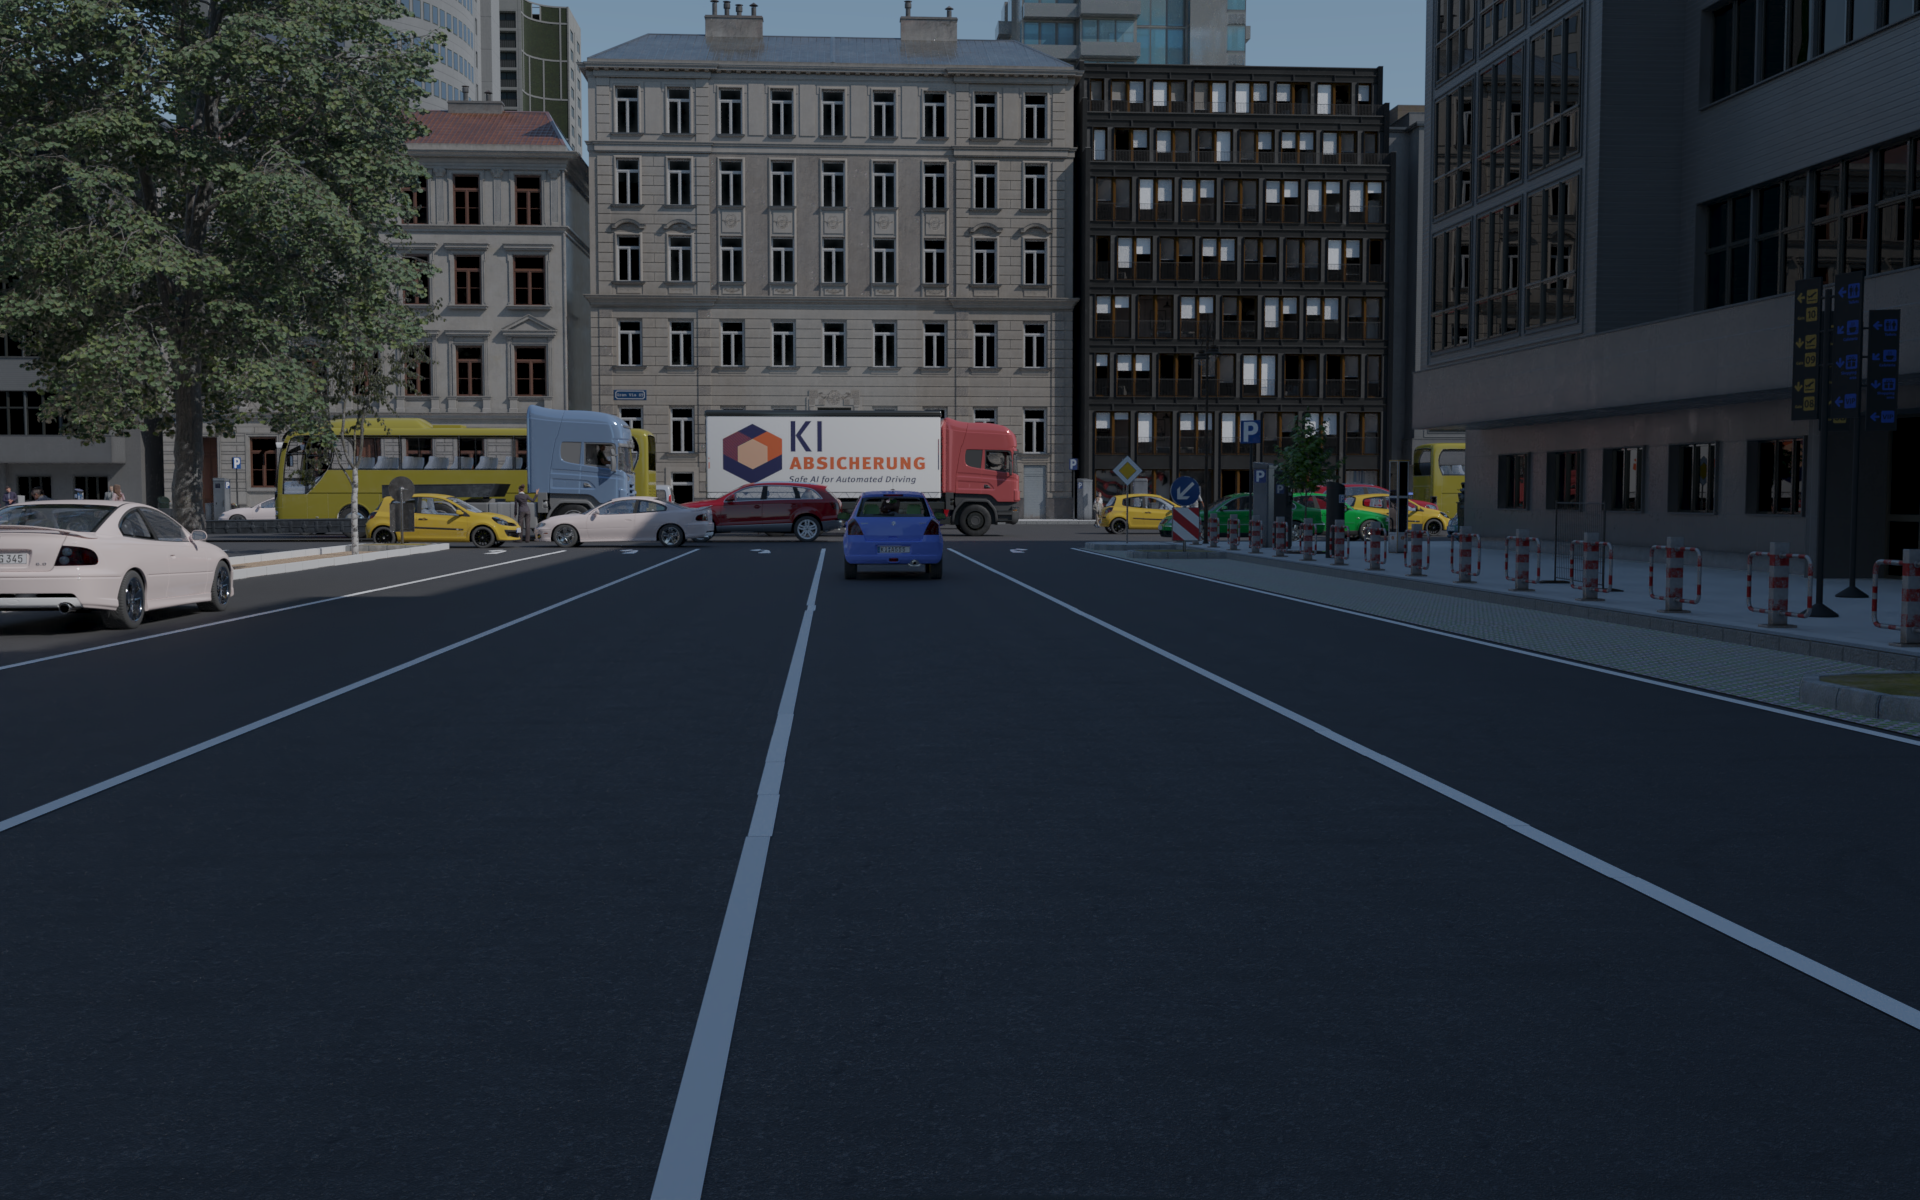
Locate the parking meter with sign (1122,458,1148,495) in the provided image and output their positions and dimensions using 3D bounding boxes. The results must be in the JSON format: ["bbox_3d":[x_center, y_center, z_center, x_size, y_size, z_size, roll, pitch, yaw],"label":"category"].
[{"bbox_3d":[8.794,-5.391,84.404,1.738,3.016,0.543,0,3,0],"label":"parking meter with sign"}]

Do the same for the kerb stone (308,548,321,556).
[{"bbox_3d":[-15.112,-1.104,40.244,0.120,0.150,1.000,0,4,-4],"label":"kerb stone"}]

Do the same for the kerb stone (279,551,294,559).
[{"bbox_3d":[-14.960,-0.978,38.193,0.120,0.150,1.000,0,4,-4],"label":"kerb stone"}]

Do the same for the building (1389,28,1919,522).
[{"bbox_3d":[36.570,-16.961,96.376,30.058,24.678,14.314,0,4,-4],"label":"building"}]

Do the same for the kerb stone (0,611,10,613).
[{"bbox_3d":[-11.614,0.083,20.843,0.120,0.150,1.000,0,4,-4],"label":"kerb stone"}]

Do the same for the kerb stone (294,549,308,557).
[{"bbox_3d":[-15.038,-1.041,39.218,0.120,0.150,1.000,0,4,-4],"label":"kerb stone"}]

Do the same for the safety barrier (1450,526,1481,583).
[{"bbox_3d":[7.274,-0.652,24.928,0.300,0.817,1.120,0,4,-4],"label":"safety barrier"}]

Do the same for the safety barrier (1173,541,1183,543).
[{"bbox_3d":[5.789,-1.922,45.694,0.300,0.817,1.120,0,4,-4],"label":"safety barrier"}]

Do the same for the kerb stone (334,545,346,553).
[{"bbox_3d":[-15.254,-1.230,42.301,0.120,0.150,1.000,0,4,-4],"label":"kerb stone"}]

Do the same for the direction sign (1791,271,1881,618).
[{"bbox_3d":[9.001,-1.593,18.042,0.379,3.537,0.876,-1,4,-19],"label":"direction sign"}]

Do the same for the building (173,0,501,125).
[{"bbox_3d":[-53.729,-37.357,152.785,21.231,58.520,28.212,0,4,-4],"label":"building"}]

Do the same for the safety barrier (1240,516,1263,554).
[{"bbox_3d":[6.383,-1.413,37.378,0.300,0.817,1.120,0,4,-4],"label":"safety barrier"}]

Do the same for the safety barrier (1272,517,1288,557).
[{"bbox_3d":[6.529,-1.286,35.307,0.300,0.817,1.120,0,4,-4],"label":"safety barrier"}]

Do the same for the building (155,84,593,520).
[{"bbox_3d":[-29.766,-15.552,90.427,21.152,22.565,11.583,0,4,-4],"label":"building"}]

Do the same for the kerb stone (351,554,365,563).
[{"bbox_3d":[-12.711,-0.858,36.255,0.120,0.150,1.000,0,4,-4],"label":"kerb stone"}]

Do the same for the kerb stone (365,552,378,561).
[{"bbox_3d":[-12.783,-0.923,37.292,0.120,0.150,1.000,0,4,-4],"label":"kerb stone"}]

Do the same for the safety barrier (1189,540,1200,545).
[{"bbox_3d":[5.939,-1.795,43.616,0.300,0.817,1.120,0,4,-4],"label":"safety barrier"}]

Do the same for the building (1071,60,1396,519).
[{"bbox_3d":[13.721,-16.135,93.490,15.834,23.373,12.332,0,4,-4],"label":"building"}]

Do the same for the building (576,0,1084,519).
[{"bbox_3d":[-6.724,-18.045,92.293,25.104,27.353,12.463,0,4,-4],"label":"building"}]

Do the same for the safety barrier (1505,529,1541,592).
[{"bbox_3d":[7.421,-0.525,22.857,0.300,0.817,1.120,0,4,-4],"label":"safety barrier"}]

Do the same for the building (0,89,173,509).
[{"bbox_3d":[-55.661,-16.524,89.226,30.058,24.678,14.314,0,4,-4],"label":"building"}]

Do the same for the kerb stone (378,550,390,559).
[{"bbox_3d":[-12.872,-0.987,38.328,0.120,0.150,1.000,0,4,-4],"label":"kerb stone"}]

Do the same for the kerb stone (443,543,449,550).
[{"bbox_3d":[-13.302,-1.365,44.508,0.120,0.150,1.000,0,4,-4],"label":"kerb stone"}]

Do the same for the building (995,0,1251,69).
[{"bbox_3d":[13.891,-33.217,162.713,23.786,49.044,30.456,0,4,-4],"label":"building"}]

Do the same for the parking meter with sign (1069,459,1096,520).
[{"bbox_3d":[6.206,-5.472,85.723,1.738,3.016,0.543,-3,5,-42],"label":"parking meter with sign"}]

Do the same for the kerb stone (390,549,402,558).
[{"bbox_3d":[-12.936,-1.050,39.358,0.120,0.150,1.000,0,4,-4],"label":"kerb stone"}]

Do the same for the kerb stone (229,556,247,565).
[{"bbox_3d":[-14.738,-0.790,35.106,0.120,0.150,1.000,0,4,-4],"label":"kerb stone"}]

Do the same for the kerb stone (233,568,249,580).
[{"bbox_3d":[-12.201,-0.420,29.066,0.120,0.150,1.000,0,4,-4],"label":"kerb stone"}]

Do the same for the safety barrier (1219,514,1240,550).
[{"bbox_3d":[6.234,-1.540,39.457,0.300,0.817,1.120,0,4,-4],"label":"safety barrier"}]

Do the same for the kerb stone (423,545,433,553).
[{"bbox_3d":[-13.151,-1.238,42.445,0.120,0.150,1.000,0,4,-4],"label":"kerb stone"}]

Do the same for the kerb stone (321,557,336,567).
[{"bbox_3d":[-12.573,-0.734,34.197,0.120,0.150,1.000,0,4,-4],"label":"kerb stone"}]

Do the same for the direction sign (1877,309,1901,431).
[{"bbox_3d":[11.083,-1.799,21.411,0.876,3.537,0.379,1,4,15],"label":"direction sign"}]

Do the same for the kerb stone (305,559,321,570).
[{"bbox_3d":[-12.495,-0.669,33.172,0.120,0.150,1.000,0,4,-4],"label":"kerb stone"}]

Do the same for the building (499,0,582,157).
[{"bbox_3d":[-66.354,-49.708,250.970,20.611,71.187,20.563,0,4,-4],"label":"building"}]

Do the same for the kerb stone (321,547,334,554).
[{"bbox_3d":[-15.182,-1.167,41.269,0.120,0.150,1.000,0,4,-4],"label":"kerb stone"}]

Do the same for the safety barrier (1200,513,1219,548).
[{"bbox_3d":[6.083,-1.668,41.544,0.300,0.817,1.120,0,4,-4],"label":"safety barrier"}]

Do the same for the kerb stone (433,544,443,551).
[{"bbox_3d":[-13.228,-1.297,43.480,0.120,0.150,1.000,0,4,-4],"label":"kerb stone"}]

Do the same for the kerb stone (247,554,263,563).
[{"bbox_3d":[-14.815,-0.850,36.136,0.120,0.150,1.000,0,4,-4],"label":"kerb stone"}]

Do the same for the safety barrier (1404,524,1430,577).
[{"bbox_3d":[7.122,-0.779,27.012,0.300,0.817,1.120,0,4,-4],"label":"safety barrier"}]

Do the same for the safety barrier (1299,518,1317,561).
[{"bbox_3d":[6.679,-1.159,33.232,0.300,0.817,1.120,0,4,-4],"label":"safety barrier"}]

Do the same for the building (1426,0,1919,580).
[{"bbox_3d":[18.661,-12.690,26.543,14.314,24.678,30.058,0,4,-4],"label":"building"}]

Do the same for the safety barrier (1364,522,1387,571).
[{"bbox_3d":[6.973,-0.906,29.083,0.300,0.817,1.120,0,4,-4],"label":"safety barrier"}]

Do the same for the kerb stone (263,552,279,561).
[{"bbox_3d":[-14.883,-0.915,37.167,0.120,0.150,1.000,0,4,-4],"label":"kerb stone"}]

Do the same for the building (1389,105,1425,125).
[{"bbox_3d":[49.511,-33.382,195.903,14.200,45.320,14.600,0,4,-4],"label":"building"}]

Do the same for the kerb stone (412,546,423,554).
[{"bbox_3d":[-13.077,-1.175,41.417,0.120,0.150,1.000,0,4,-4],"label":"kerb stone"}]

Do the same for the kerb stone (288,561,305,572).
[{"bbox_3d":[-12.420,-0.607,32.146,0.120,0.150,1.000,0,4,-4],"label":"kerb stone"}]

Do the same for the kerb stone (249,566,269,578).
[{"bbox_3d":[-12.279,-0.482,30.095,0.120,0.150,1.000,0,4,-4],"label":"kerb stone"}]

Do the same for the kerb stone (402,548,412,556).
[{"bbox_3d":[-13.014,-1.113,40.391,0.120,0.150,1.000,0,4,-4],"label":"kerb stone"}]

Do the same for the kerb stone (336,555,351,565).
[{"bbox_3d":[-12.637,-0.793,35.230,0.120,0.150,1.000,0,4,-4],"label":"kerb stone"}]

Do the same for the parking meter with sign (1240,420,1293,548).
[{"bbox_3d":[7.398,-2.771,41.573,0.543,3.016,1.738,3,5,39],"label":"parking meter with sign"}]

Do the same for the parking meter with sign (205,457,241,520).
[{"bbox_3d":[-35.041,-5.259,82.238,1.738,3.016,0.543,1,4,15],"label":"parking meter with sign"}]

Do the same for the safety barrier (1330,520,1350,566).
[{"bbox_3d":[6.827,-1.032,31.154,0.300,0.817,1.120,0,4,-4],"label":"safety barrier"}]

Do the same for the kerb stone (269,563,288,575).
[{"bbox_3d":[-12.348,-0.546,31.121,0.120,0.150,1.000,0,4,-4],"label":"kerb stone"}]
